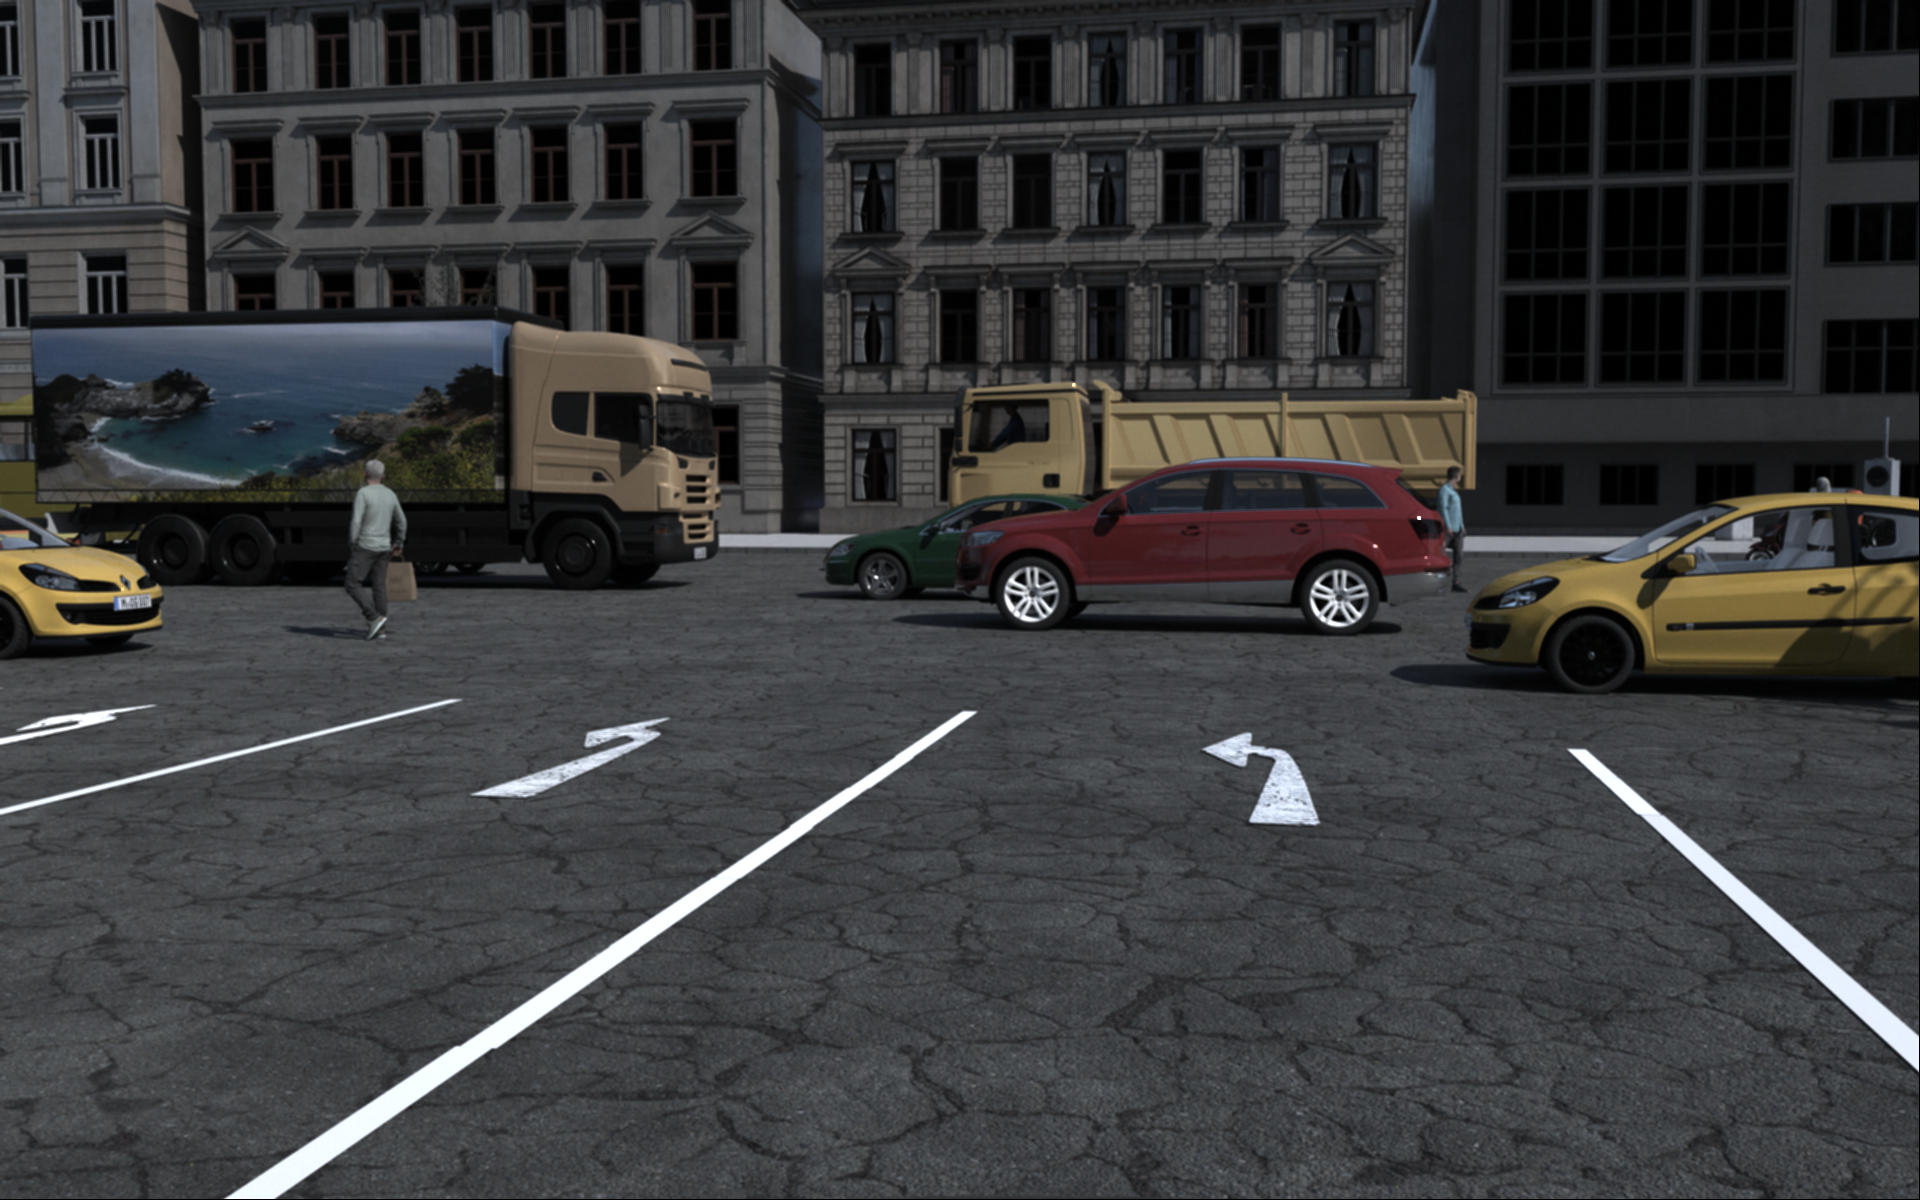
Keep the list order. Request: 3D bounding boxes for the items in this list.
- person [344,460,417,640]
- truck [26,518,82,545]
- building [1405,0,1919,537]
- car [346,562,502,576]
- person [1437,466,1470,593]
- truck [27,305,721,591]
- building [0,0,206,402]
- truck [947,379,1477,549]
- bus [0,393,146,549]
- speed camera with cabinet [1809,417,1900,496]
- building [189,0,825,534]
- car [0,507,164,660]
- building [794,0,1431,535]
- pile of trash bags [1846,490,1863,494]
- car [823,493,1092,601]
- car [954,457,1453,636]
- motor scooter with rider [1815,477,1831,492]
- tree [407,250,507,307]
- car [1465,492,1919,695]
[{"bbox_3d":[-5.759,-0.508,17.289,0.515,1.767,0.782,2,4,26],"label":"person"},{"bbox_3d":[-27.035,-2.790,35.381,18.799,4.110,2.967,1,4,12],"label":"truck"},{"bbox_3d":[29.970,-14.413,54.726,30.058,24.678,14.314,1,4,11],"label":"building"},{"bbox_3d":[-10.488,-1.371,31.206,4.718,1.807,1.959,1,4,10],"label":"car"},{"bbox_3d":[7.122,-1.039,25.345,0.638,1.841,0.748,-3,5,-40],"label":"person"},{"bbox_3d":[-8.834,-2.349,27.318,11.283,4.237,2.839,1,4,11],"label":"truck"},{"bbox_3d":[-34.911,-17.097,65.443,20.117,28.700,13.634,1,4,11],"label":"building"},{"bbox_3d":[3.844,-2.111,30.444,9.791,3.379,3.469,1,4,9],"label":"truck"},{"bbox_3d":[-23.756,-3.146,42.976,12.252,3.916,2.896,1,4,11],"label":"bus"},{"bbox_3d":[23.258,-3.103,45.067,0.660,3.252,2.038,-3,5,-41],"label":"speed camera with cabinet"},{"bbox_3d":[-14.767,-13.759,61.117,21.152,22.565,11.583,1,4,11],"label":"building"},{"bbox_3d":[-9.383,-0.346,15.879,3.980,1.641,2.015,1,4,9],"label":"car"},{"bbox_3d":[5.323,-11.790,57.395,19.286,19.102,10.561,1,4,11],"label":"building"},{"bbox_3d":[22.131,-1.979,42.108,1.912,1.369,3.447,3,5,41],"label":"pile of trash bags"},{"bbox_3d":[0.530,-0.738,23.858,4.920,1.459,2.131,1,4,11],"label":"car"},{"bbox_3d":[2.565,-0.612,18.680,5.304,1.827,2.281,1,4,12],"label":"car"},{"bbox_3d":[15.263,-1.366,31.292,1.986,1.779,0.876,1,4,12],"label":"motor scooter with rider"},{"bbox_3d":[-14.838,-6.213,51.941,4.360,8.622,3.978,0,3,0],"label":"tree"},{"bbox_3d":[5.832,-0.162,12.872,3.980,1.641,2.015,1,4,12],"label":"car"}]
